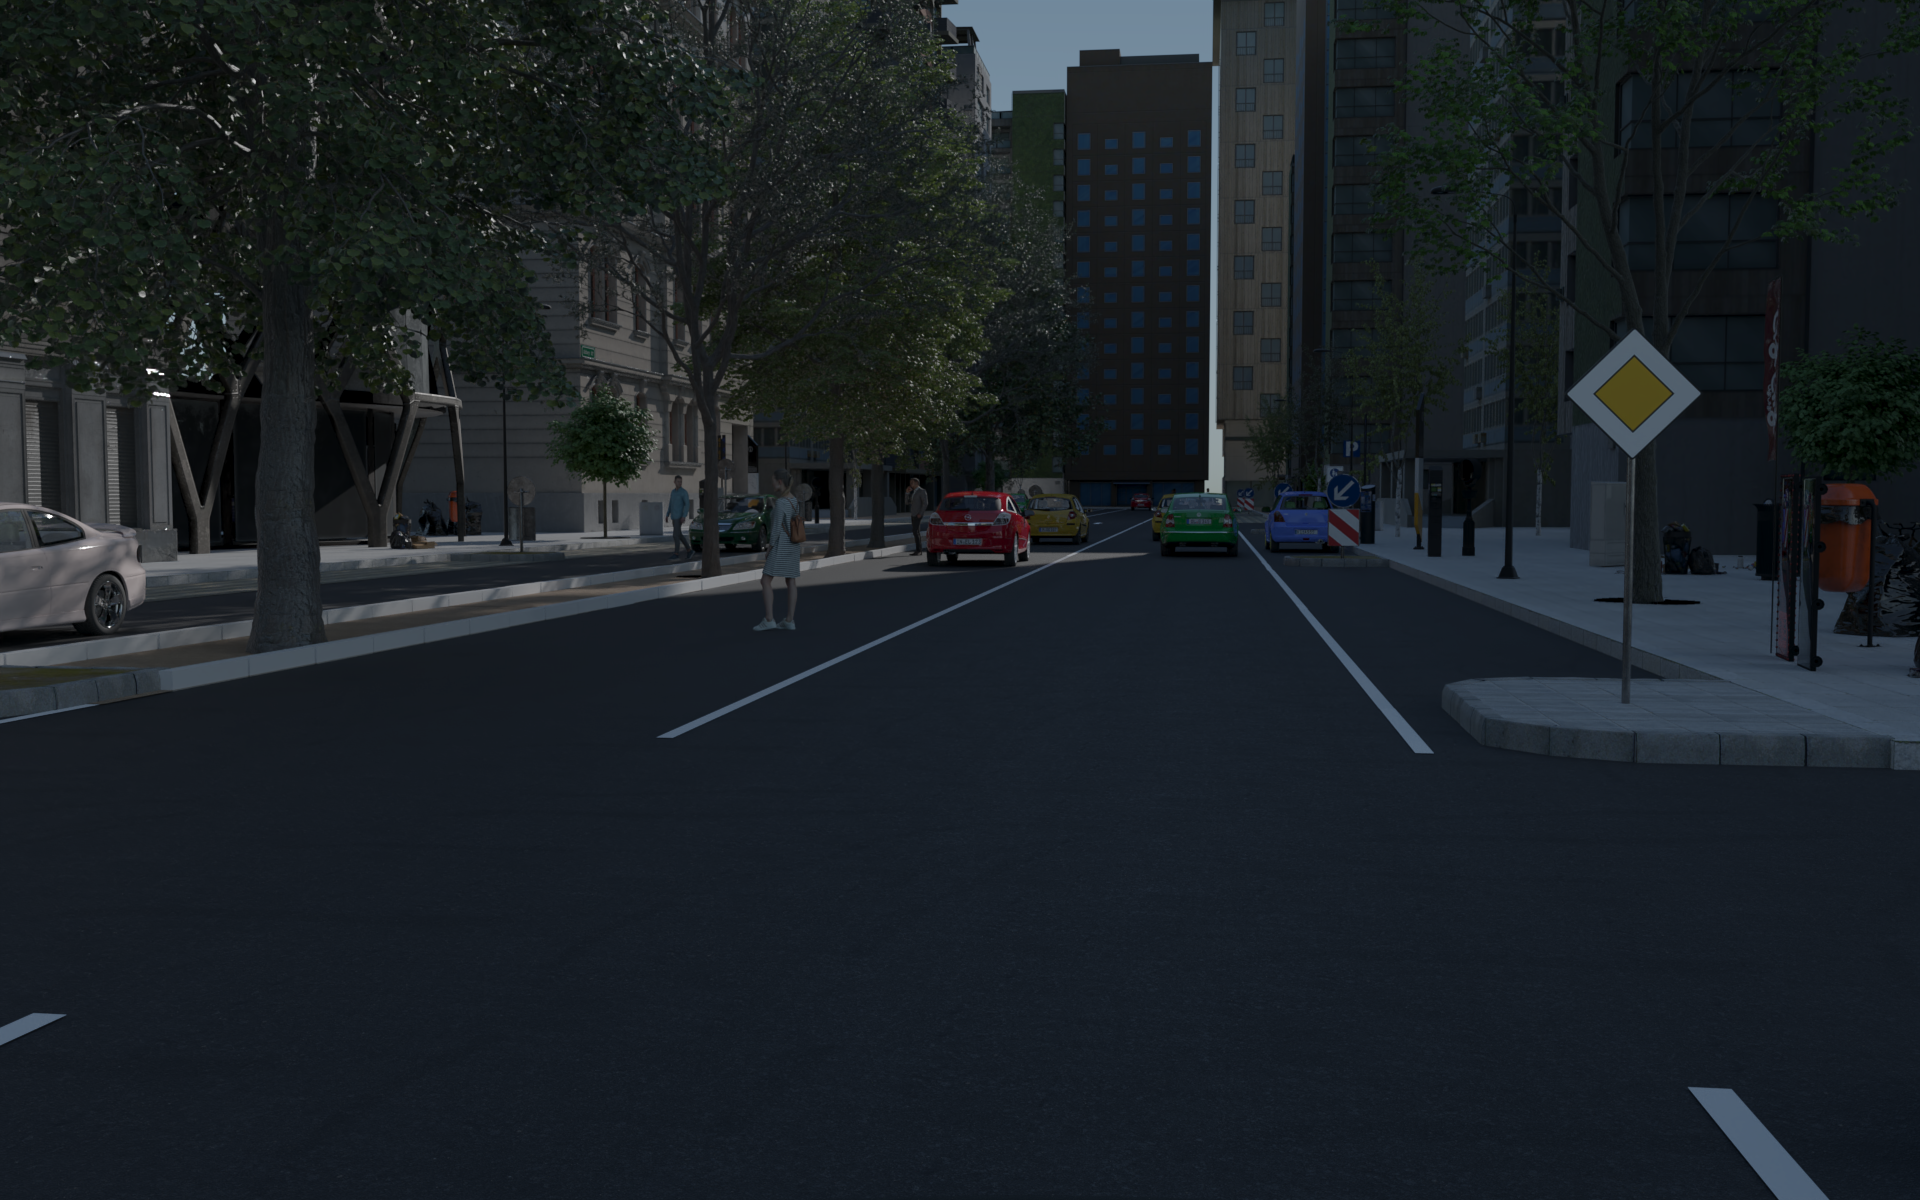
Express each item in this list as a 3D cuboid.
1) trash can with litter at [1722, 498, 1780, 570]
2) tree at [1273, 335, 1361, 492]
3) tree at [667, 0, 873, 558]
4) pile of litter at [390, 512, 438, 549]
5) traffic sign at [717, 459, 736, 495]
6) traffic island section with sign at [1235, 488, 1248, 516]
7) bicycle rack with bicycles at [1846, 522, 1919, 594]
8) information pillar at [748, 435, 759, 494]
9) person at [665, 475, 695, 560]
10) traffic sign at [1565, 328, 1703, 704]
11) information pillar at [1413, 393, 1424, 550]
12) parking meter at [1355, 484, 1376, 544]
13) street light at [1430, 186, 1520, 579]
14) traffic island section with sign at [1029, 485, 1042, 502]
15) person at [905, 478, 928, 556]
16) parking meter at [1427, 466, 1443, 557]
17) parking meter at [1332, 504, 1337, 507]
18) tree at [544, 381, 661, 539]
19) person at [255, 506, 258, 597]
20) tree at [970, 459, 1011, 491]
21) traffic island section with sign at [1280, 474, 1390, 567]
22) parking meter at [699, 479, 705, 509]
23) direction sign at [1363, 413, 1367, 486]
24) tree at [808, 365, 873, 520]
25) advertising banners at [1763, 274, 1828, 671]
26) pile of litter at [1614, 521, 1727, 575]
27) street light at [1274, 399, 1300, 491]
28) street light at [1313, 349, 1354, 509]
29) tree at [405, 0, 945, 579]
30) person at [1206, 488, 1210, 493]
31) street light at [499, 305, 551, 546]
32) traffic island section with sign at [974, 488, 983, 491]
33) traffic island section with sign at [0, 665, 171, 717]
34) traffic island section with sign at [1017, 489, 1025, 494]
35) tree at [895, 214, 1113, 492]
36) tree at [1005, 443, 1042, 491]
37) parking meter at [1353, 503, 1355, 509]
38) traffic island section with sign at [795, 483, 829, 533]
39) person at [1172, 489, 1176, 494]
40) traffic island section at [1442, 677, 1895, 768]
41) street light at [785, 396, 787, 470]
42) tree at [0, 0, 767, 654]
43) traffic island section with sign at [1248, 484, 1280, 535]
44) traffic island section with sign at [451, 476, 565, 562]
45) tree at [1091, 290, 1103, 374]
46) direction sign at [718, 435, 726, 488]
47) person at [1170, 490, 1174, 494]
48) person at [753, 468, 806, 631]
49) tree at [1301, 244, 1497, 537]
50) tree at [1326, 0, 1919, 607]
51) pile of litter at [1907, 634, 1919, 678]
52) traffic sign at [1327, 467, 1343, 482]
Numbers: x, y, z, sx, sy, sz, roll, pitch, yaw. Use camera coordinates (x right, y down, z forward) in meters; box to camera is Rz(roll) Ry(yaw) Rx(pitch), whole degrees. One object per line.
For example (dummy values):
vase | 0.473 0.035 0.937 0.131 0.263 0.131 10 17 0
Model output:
trash can with litter | 13.675 -1.109 29.183 1.678 1.210 2.233 0 4 5
tree | 16.774 -7.994 81.059 4.360 8.622 3.978 0 3 0
tree | -2.799 -7.221 38.655 7.486 12.596 7.792 0 3 0
pile of litter | -12.926 -1.649 40.923 1.176 0.858 1.719 0 4 1
traffic sign | -8.412 -3.795 62.149 0.768 2.556 0.104 1 4 15
traffic island section with sign | 18.458 -6.284 111.364 1.989 1.847 2.006 0 4 8
bicycle rack with bicycles | 12.293 -0.491 21.416 2.925 0.926 2.852 0 4 -6
information pillar | -8.212 -4.732 68.717 0.504 3.616 0.183 2 4 32
person | -6.076 -1.799 37.776 0.748 1.841 0.638 -2 4 -35
traffic sign | 4.076 -0.422 10.550 0.795 2.450 0.064 0 4 8
information pillar | 10.601 -2.974 39.975 0.183 3.616 0.504 2 4 27
parking meter | 10.491 -2.211 44.554 0.372 1.533 0.369 0 3 0
street light | 7.788 -3.282 26.197 1.470 5.913 1.316 0 4 8
traffic island section with sign | 3.674 -4.777 86.236 2.006 1.907 1.989 0 4 8
person | -1.027 -1.942 40.436 0.473 1.802 0.592 -1 4 -14
parking meter | 9.713 -1.816 35.406 0.255 1.863 0.399 1 4 11
parking meter | 13.658 -3.320 62.696 0.372 1.533 0.369 0 3 0
tree | -10.173 -4.053 49.973 4.285 4.588 4.351 0 3 0
person | -9.268 -0.846 23.341 0.512 1.701 0.522 -1 4 -10
tree | 2.494 -9.913 145.792 4.285 4.588 4.351 0 3 0
traffic island section with sign | 7.574 -1.612 34.977 1.989 1.847 2.006 0 4 8
parking meter | -9.699 -3.672 65.740 0.255 1.863 0.399 2 4 30
direction sign | 11.450 -3.485 48.985 0.379 3.537 0.876 1 4 10
tree | -5.366 -8.247 85.196 4.360 8.622 3.978 0 3 0
advertising banners | 6.407 -1.050 13.354 0.090 3.025 2.074 1 4 14
pile of litter | 11.441 -0.853 27.905 1.719 0.858 1.176 1 4 23
street light | 16.051 -6.861 84.717 1.470 5.913 1.316 0 4 8
street light | 11.994 -5.071 55.459 1.470 5.913 1.316 0 4 8
tree | -4.215 -7.099 28.899 12.009 13.543 11.850 0 3 0
person | 15.477 -6.081 108.023 1.348 1.812 0.705 -2 4 -25
street light | -10.709 -4.289 42.664 1.470 5.913 1.316 0 4 8
traffic island section with sign | 1.216 -6.434 113.821 1.989 1.847 2.006 0 4 8
traffic island section with sign | -6.912 -0.227 11.844 2.006 1.907 1.989 0 4 8
traffic island section with sign | 5.002 -8.066 140.510 1.989 1.847 2.006 0 4 8
tree | 1.217 -9.182 69.583 9.611 12.733 9.660 0 3 0
tree | 5.665 -12.926 161.704 4.360 8.622 3.978 0 3 0
parking meter | 13.746 -3.137 59.697 0.372 1.533 0.369 0 3 0
traffic island section with sign | -5.856 -3.394 64.123 1.989 1.847 2.006 0 4 8
person | 15.151 -6.951 122.178 0.705 1.821 1.348 -2 4 -25
traffic island section | 4.100 0.713 10.623 2.009 0.180 2.903 0 4 8
street light | -6.632 -6.030 71.137 1.470 5.913 1.316 0 4 8
tree | -6.088 -6.498 15.348 9.857 13.997 8.962 0 3 0
traffic island section with sign | 11.425 -3.260 61.927 1.989 1.847 2.006 0 4 8
traffic island section with sign | -9.667 -1.762 37.433 1.989 1.847 2.006 0 4 8
tree | -0.453 -8.749 55.869 12.009 13.543 11.850 0 3 0
direction sign | -9.136 -4.555 66.479 0.379 3.537 0.876 -2 4 -26
person | 18.599 -8.737 151.295 1.348 1.831 0.705 0 4 -7
person | -1.867 -0.538 18.302 0.522 1.701 0.512 1 4 18
tree | 13.176 -6.205 51.814 4.737 8.622 4.395 0 3 0
tree | 8.080 -5.775 20.177 9.928 11.665 9.643 0 3 0
pile of litter | 7.536 0.109 12.190 1.719 0.858 1.176 1 4 9
traffic sign | 13.873 -3.794 64.156 0.606 2.300 0.079 1 4 15
